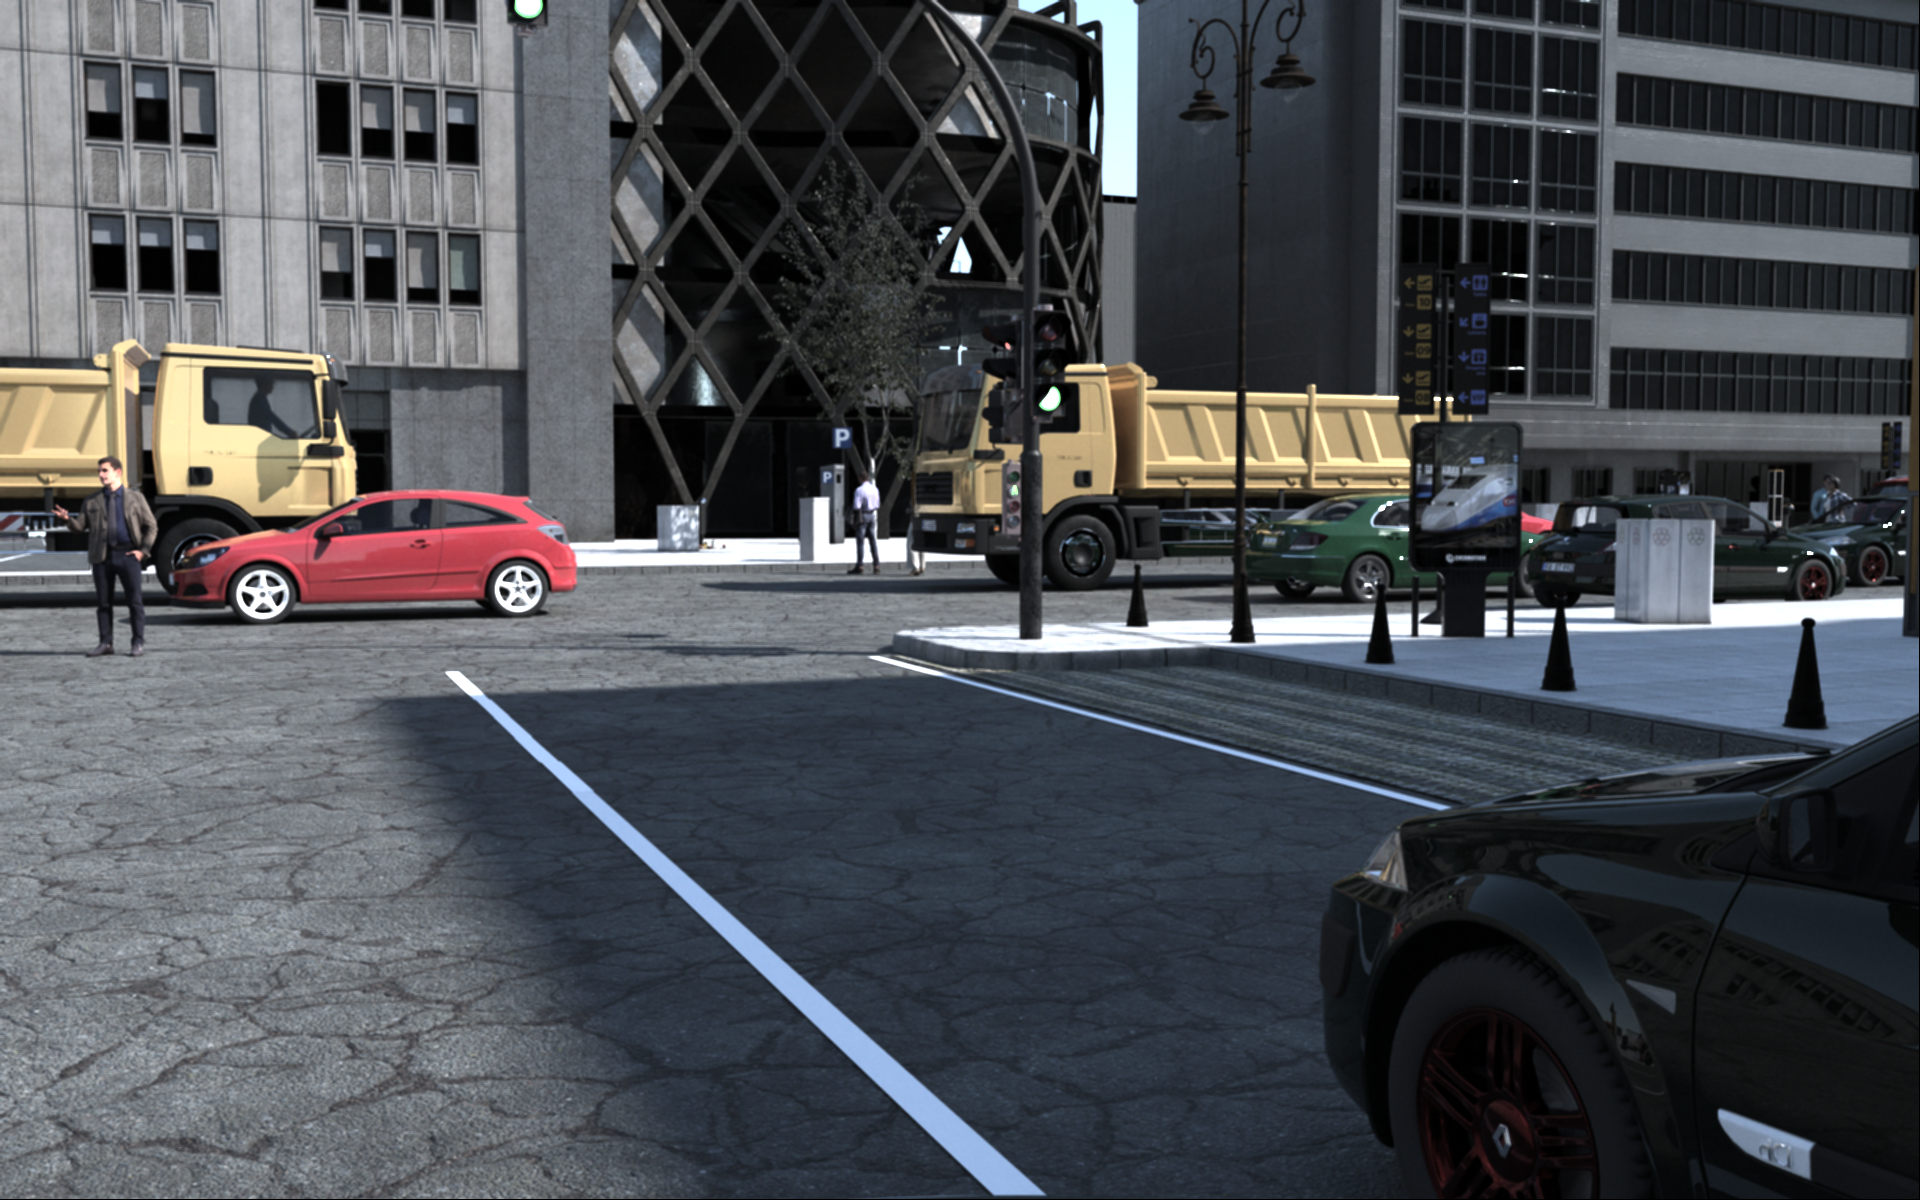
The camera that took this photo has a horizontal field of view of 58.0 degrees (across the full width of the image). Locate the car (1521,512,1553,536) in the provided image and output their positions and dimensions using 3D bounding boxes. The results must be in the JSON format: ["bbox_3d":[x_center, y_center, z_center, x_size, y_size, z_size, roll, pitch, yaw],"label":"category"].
[{"bbox_3d":[10.118,-1.569,34.692,4.494,1.783,2.155,-1,4,-22],"label":"car"}]

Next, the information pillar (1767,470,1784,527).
[{"bbox_3d":[24.998,-2.974,53.111,0.304,2.012,0.304,-1,4,-13],"label":"information pillar"}]

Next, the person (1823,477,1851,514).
[{"bbox_3d":[15.360,-1.296,30.405,0.376,1.734,0.841,0,4,4],"label":"person"}]

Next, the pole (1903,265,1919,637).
[{"bbox_3d":[8.608,-1.324,15.492,0.158,3.312,0.155,0,3,0],"label":"pole"}]

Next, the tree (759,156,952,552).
[{"bbox_3d":[-2.020,-5.335,37.591,4.360,8.622,3.978,0,3,0],"label":"tree"}]

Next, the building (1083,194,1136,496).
[{"bbox_3d":[9.919,-24.248,168.153,14.107,30.474,14.160,-1,4,-22],"label":"building"}]

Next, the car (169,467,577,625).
[{"bbox_3d":[-6.774,-0.683,20.208,4.494,1.783,2.155,-2,4,-23],"label":"car"}]

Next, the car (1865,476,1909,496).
[{"bbox_3d":[20.147,-1.566,34.281,5.304,1.827,2.281,-1,4,-21],"label":"car"}]

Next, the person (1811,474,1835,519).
[{"bbox_3d":[16.929,-1.550,33.856,0.660,1.820,0.620,-1,4,-13],"label":"person"}]

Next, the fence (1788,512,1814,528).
[{"bbox_3d":[27.671,-2.526,56.669,0.278,0.683,2.069,-1,4,-18],"label":"fence"}]

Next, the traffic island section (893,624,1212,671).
[{"bbox_3d":[0.634,0.422,15.377,2.009,0.180,2.903,-1,4,-22],"label":"traffic island section"}]

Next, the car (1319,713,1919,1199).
[{"bbox_3d":[2.184,0.466,2.171,2.009,1.686,4.222,-2,4,-24],"label":"car"}]

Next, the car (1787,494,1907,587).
[{"bbox_3d":[14.861,-1.101,27.786,4.222,1.686,2.009,-1,4,-21],"label":"car"}]

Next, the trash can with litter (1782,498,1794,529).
[{"bbox_3d":[26.324,-2.728,55.987,1.055,1.170,0.624,0,4,-6],"label":"trash can with litter"}]

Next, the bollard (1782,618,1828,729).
[{"bbox_3d":[4.660,0.398,9.530,0.229,0.601,0.229,0,3,0],"label":"bollard"}]

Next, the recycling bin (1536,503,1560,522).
[{"bbox_3d":[15.392,-1.983,44.973,0.722,1.027,0.722,0,4,6],"label":"recycling bin"}]

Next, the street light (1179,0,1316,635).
[{"bbox_3d":[2.545,-2.620,15.623,0.468,5.910,1.993,-1,4,-22],"label":"street light"}]

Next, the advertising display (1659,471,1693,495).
[{"bbox_3d":[19.997,-2.641,48.400,0.123,1.923,0.974,-2,4,-33],"label":"advertising display"}]

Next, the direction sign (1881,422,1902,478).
[{"bbox_3d":[29.317,-3.828,54.579,0.379,3.537,0.876,-1,4,-9],"label":"direction sign"}]

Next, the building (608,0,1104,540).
[{"bbox_3d":[-4.216,-11.543,56.178,16.811,18.784,16.820,-1,4,-22],"label":"building"}]

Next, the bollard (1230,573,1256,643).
[{"bbox_3d":[2.451,0.065,14.983,0.229,0.601,0.229,0,3,0],"label":"bollard"}]

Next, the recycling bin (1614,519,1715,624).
[{"bbox_3d":[7.059,-0.295,17.380,0.722,1.027,0.722,0,4,-2],"label":"recycling bin"}]

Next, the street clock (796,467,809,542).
[{"bbox_3d":[-4.251,-2.583,46.798,0.358,2.002,0.471,1,4,13],"label":"street clock"}]

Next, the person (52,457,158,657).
[{"bbox_3d":[-7.474,-0.375,15.162,0.617,1.759,0.750,0,4,2],"label":"person"}]

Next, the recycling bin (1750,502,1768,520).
[{"bbox_3d":[25.112,-2.545,54.161,0.722,1.027,0.722,2,4,30],"label":"recycling bin"}]

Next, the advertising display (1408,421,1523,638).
[{"bbox_3d":[4.510,-0.628,15.477,0.974,1.923,0.123,0,4,2],"label":"advertising display"}]

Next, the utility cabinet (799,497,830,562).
[{"bbox_3d":[-2.797,-1.350,33.235,0.306,1.237,1.020,1,4,13],"label":"utility cabinet"}]

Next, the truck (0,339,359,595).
[{"bbox_3d":[-12.080,-1.621,22.432,9.791,3.379,3.469,-1,4,-21],"label":"truck"}]

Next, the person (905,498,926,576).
[{"bbox_3d":[-0.766,-1.303,30.349,0.362,1.759,0.519,2,4,30],"label":"person"}]

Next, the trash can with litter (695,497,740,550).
[{"bbox_3d":[-5.999,-1.828,40.951,1.678,1.210,2.233,0,4,-4],"label":"trash can with litter"}]

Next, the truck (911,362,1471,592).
[{"bbox_3d":[3.308,-1.916,27.257,9.791,3.379,3.469,-1,4,-22],"label":"truck"}]

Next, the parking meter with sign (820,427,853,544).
[{"bbox_3d":[-3.316,-2.957,44.610,0.543,3.016,1.738,1,4,18],"label":"parking meter with sign"}]

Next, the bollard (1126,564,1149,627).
[{"bbox_3d":[1.721,-0.046,16.795,0.229,0.601,0.229,0,3,0],"label":"bollard"}]

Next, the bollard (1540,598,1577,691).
[{"bbox_3d":[3.928,0.287,11.346,0.229,0.601,0.229,0,3,0],"label":"bollard"}]

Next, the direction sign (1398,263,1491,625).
[{"bbox_3d":[4.760,-1.534,17.077,0.876,3.537,0.379,0,4,2],"label":"direction sign"}]

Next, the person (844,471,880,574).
[{"bbox_3d":[-1.772,-1.391,31.107,0.709,1.838,0.599,-3,5,-41],"label":"person"}]

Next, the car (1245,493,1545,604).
[{"bbox_3d":[6.245,-0.746,23.989,4.920,1.459,2.131,-2,4,-24],"label":"car"}]

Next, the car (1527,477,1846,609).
[{"bbox_3d":[9.010,-0.714,21.467,4.222,1.686,2.009,-2,4,-23],"label":"car"}]

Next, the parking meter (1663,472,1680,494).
[{"bbox_3d":[18.839,-2.457,45.883,0.399,1.863,0.255,1,4,23],"label":"parking meter"}]

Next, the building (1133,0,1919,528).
[{"bbox_3d":[23.220,-15.076,65.565,30.058,24.678,14.314,-1,4,-22],"label":"building"}]

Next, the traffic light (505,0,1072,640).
[{"bbox_3d":[-1.313,-2.426,14.330,4.771,5.953,1.251,-1,4,-22],"label":"traffic light"}]

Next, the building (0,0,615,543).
[{"bbox_3d":[-20.571,-13.992,46.799,19.932,24.808,12.078,-1,4,-22],"label":"building"}]

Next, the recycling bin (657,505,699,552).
[{"bbox_3d":[-6.295,-1.597,38.673,0.722,1.027,0.722,-2,4,-34],"label":"recycling bin"}]

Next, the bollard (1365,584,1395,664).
[{"bbox_3d":[3.196,0.176,13.159,0.229,0.601,0.229,0,3,0],"label":"bollard"}]
